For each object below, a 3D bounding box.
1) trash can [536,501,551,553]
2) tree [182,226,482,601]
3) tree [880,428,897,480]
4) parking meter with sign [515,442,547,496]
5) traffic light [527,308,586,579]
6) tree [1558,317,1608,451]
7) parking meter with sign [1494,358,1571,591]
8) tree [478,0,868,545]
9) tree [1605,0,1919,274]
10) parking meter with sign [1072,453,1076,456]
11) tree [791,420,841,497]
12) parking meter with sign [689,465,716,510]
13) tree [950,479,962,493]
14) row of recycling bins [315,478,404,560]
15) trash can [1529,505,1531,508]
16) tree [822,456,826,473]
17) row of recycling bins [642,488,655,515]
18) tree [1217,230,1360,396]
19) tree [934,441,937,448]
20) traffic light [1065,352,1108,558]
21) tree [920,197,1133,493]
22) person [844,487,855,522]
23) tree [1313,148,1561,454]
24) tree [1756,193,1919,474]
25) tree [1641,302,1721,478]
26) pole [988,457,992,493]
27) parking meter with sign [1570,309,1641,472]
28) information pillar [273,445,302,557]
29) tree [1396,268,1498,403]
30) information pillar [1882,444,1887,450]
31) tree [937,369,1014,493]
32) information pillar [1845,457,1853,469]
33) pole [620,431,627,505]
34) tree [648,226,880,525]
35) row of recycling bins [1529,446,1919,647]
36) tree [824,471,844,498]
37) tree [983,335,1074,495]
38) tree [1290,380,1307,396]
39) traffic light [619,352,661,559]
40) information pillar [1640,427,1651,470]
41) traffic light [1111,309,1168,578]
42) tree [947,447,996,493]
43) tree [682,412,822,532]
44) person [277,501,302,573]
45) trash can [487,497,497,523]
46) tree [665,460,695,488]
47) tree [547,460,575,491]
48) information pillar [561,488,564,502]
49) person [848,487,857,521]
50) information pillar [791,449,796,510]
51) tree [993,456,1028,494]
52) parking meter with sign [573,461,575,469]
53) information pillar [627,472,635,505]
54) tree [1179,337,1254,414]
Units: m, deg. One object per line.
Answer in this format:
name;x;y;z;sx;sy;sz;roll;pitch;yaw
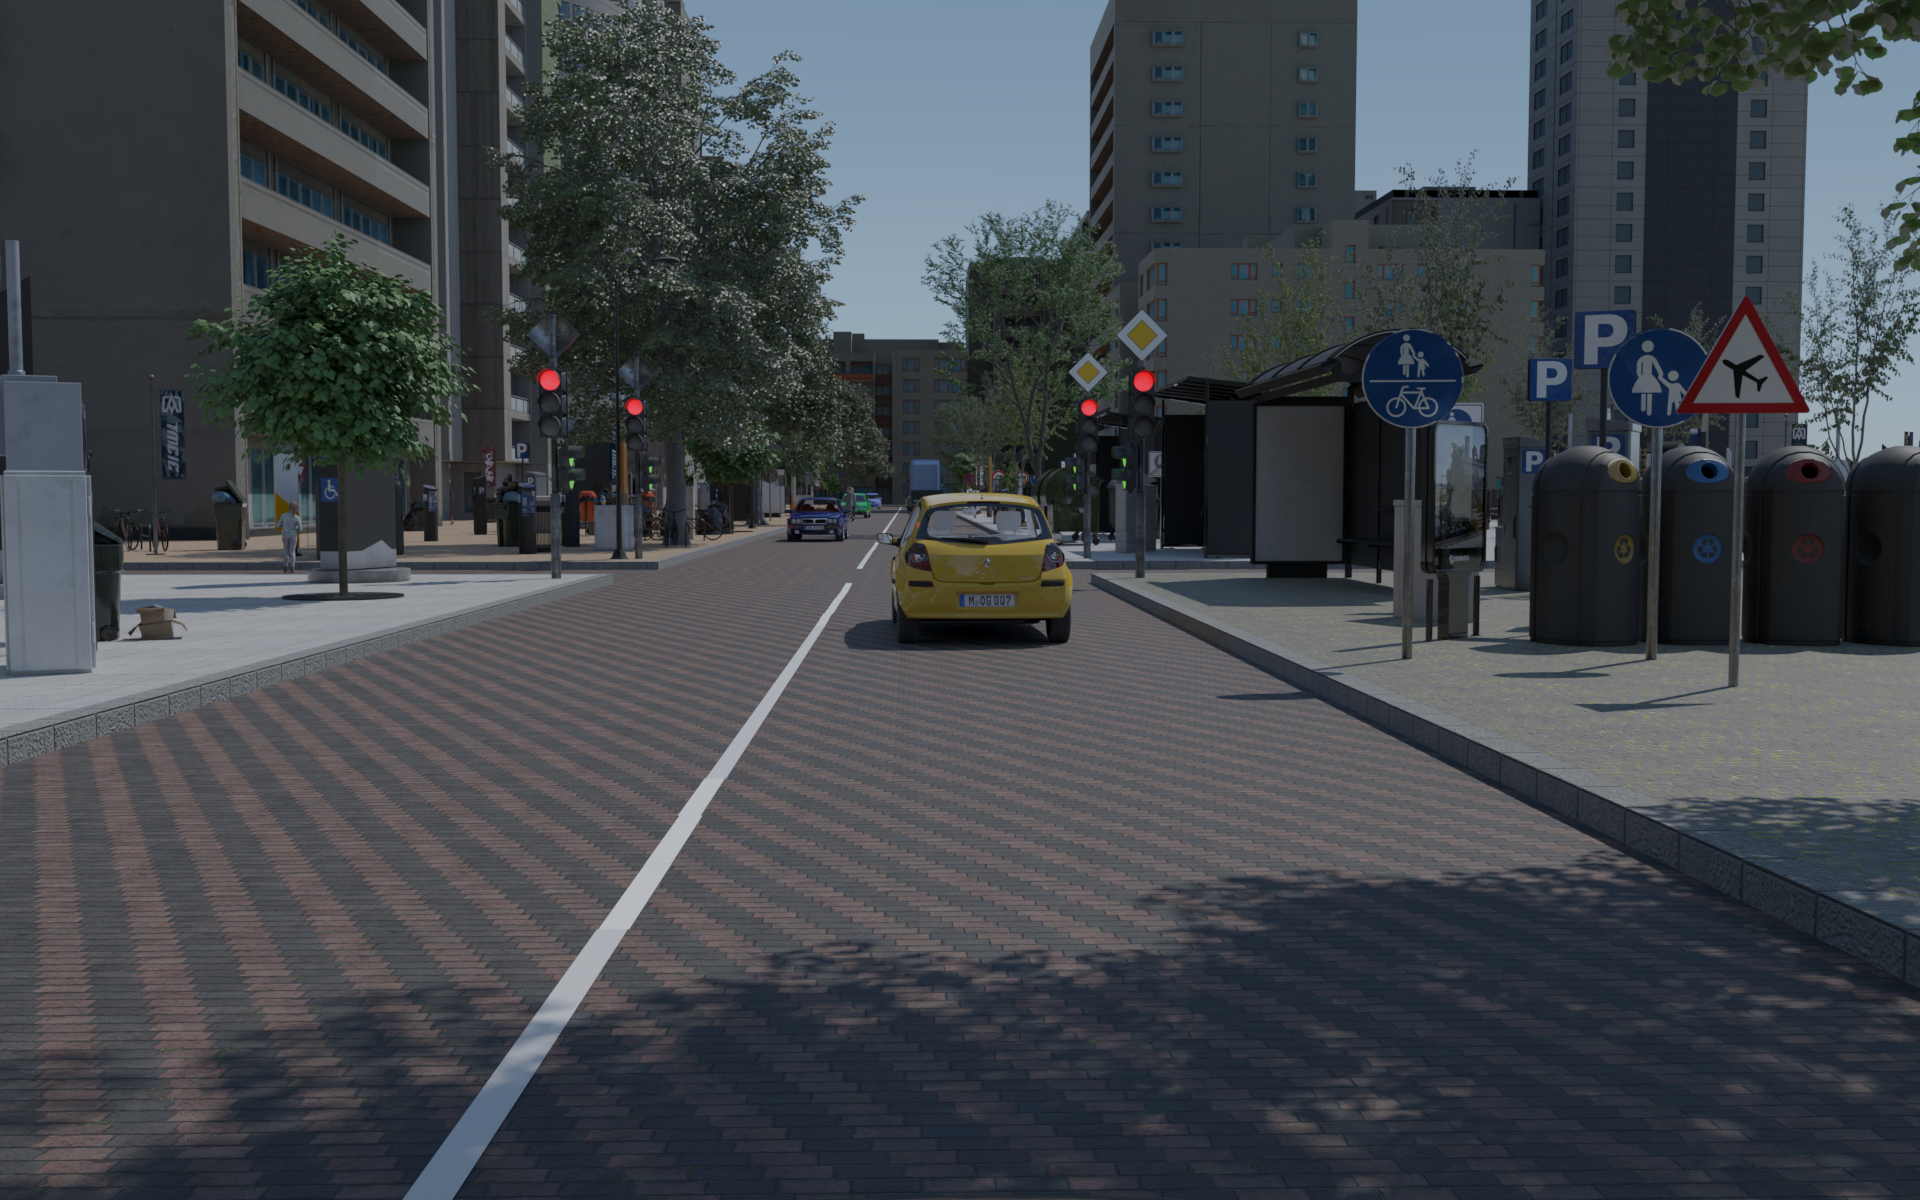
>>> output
trash can;-9.250;-1.621;38.162;0.748;1.137;0.748;0;3;0
tree;-7.556;-2.300;21.320;4.285;4.588;4.351;0;3;0
tree;-11.080;-15.587;171.848;9.611;12.733;9.660;0;3;0
parking meter with sign;-14.462;-3.851;59.224;0.543;3.016;1.738;1;4;20
traffic light;-6.112;-2.279;26.184;0.839;4.253;0.868;0;4;-2
tree;22.601;-7.131;66.952;4.360;8.622;3.978;0;3;0
parking meter with sign;7.580;-1.645;23.150;0.543;3.016;1.738;0;3;0
tree;-7.165;-8.352;43.210;9.857;13.997;8.962;0;3;0
tree;4.497;-5.338;5.407;7.486;12.596;7.792;0;3;0
parking meter with sign;5.656;-4.725;73.520;1.738;3.016;0.543;1;4;10
tree;-10.304;-10.563;123.072;4.737;8.622;4.395;0;3;0
parking meter with sign;-15.724;-6.727;106.253;1.738;3.016;0.543;-3;5;-45
tree;-0.221;-11.749;186.691;1.663;3.219;1.824;0;3;0
row of recycling bins;-12.173;-1.711;35.090;1.069;1.692;3.534;0;4;-1
trash can;31.018;-5.037;94.000;0.748;1.137;0.748;0;3;0
tree;-9.525;-7.249;102.229;4.285;4.588;4.351;0;3;0
row of recycling bins;-19.317;-6.041;105.891;1.069;1.692;3.534;0;4;6
tree;9.360;-6.036;49.051;4.737;8.622;4.395;0;3;0
tree;0.023;-12.689;157.830;4.360;8.622;3.978;0;3;0
traffic light;2.516;-2.784;34.434;0.839;4.253;0.868;0;4;-2
tree;2.679;-8.351;62.294;9.928;11.665;9.643;0;3;0
person;-5.780;-4.951;89.551;0.767;1.812;0.694;-1;4;-15
tree;10.184;-5.337;37.622;4.360;8.622;3.978;0;3;0
tree;22.007;-5.658;42.868;4.360;8.622;3.978;0;3;0
tree;28.105;-7.166;67.534;4.360;8.622;3.978;0;3;0
pole;1.633;-6.153;94.443;0.158;3.312;0.155;0;3;0
parking meter with sign;6.534;-1.285;17.268;0.543;3.016;1.738;2;4;29
information pillar;-13.817;-2.702;35.528;0.504;3.616;0.183;-3;5;-44
tree;15.171;-6.444;55.715;4.737;8.622;4.395;0;3;0
information pillar;43.124;-5.463;80.670;0.183;3.616;0.504;-2;4;-34
tree;1.625;-9.268;101.900;4.360;8.622;3.978;0;3;0
information pillar;54.098;-6.977;105.433;0.504;3.616;0.183;3;4;37
pole;-10.810;-3.782;55.675;0.158;3.312;0.155;0;3;0
tree;-8.612;-9.475;71.924;9.611;12.733;9.660;0;3;0
row of recycling bins;6.717;-0.478;14.934;3.534;1.692;1.069;0;4;1
tree;-11.406;-9.735;153.774;1.663;3.219;1.824;0;3;0
tree;2.881;-7.870;79.035;4.737;8.622;4.395;0;3;0
tree;19.342;-9.195;100.705;4.360;8.622;3.978;0;3;0
traffic light;-6.341;-2.767;34.165;0.839;4.253;0.868;0;4;-2
information pillar;14.246;-2.713;35.720;0.183;3.616;0.504;1;4;9
traffic light;2.745;-2.296;26.453;0.839;4.253;0.868;0;4;-2
tree;0.829;-8.136;116.737;4.285;4.588;4.351;0;3;0
tree;-7.773;-4.579;58.583;4.285;4.588;4.351;0;3;0
person;-12.169;-1.141;31.441;0.425;1.301;0.394;-1;4;-23
trash can;-20.994;-4.026;77.474;0.748;1.137;0.748;0;3;0
tree;-13.860;-5.554;85.412;1.663;3.219;1.824;0;3;0
tree;-18.369;-5.203;79.669;1.663;3.219;1.824;0;3;0
information pillar;-16.765;-4.232;73.691;0.304;2.012;0.304;1;4;14
person;-5.819;-5.062;91.454;0.709;1.800;0.728;1;4;22
information pillar;-7.916;-5.569;82.399;0.183;3.616;0.504;-1;4;-21
tree;2.738;-5.778;89.068;1.663;3.219;1.824;0;3;0
parking meter with sign;-20.372;-5.715;89.696;0.543;3.016;1.738;0;4;4
information pillar;-10.746;-3.216;57.073;0.304;2.012;0.304;-2;4;-34
tree;12.311;-7.960;80.502;4.360;8.622;3.978;0;3;0
